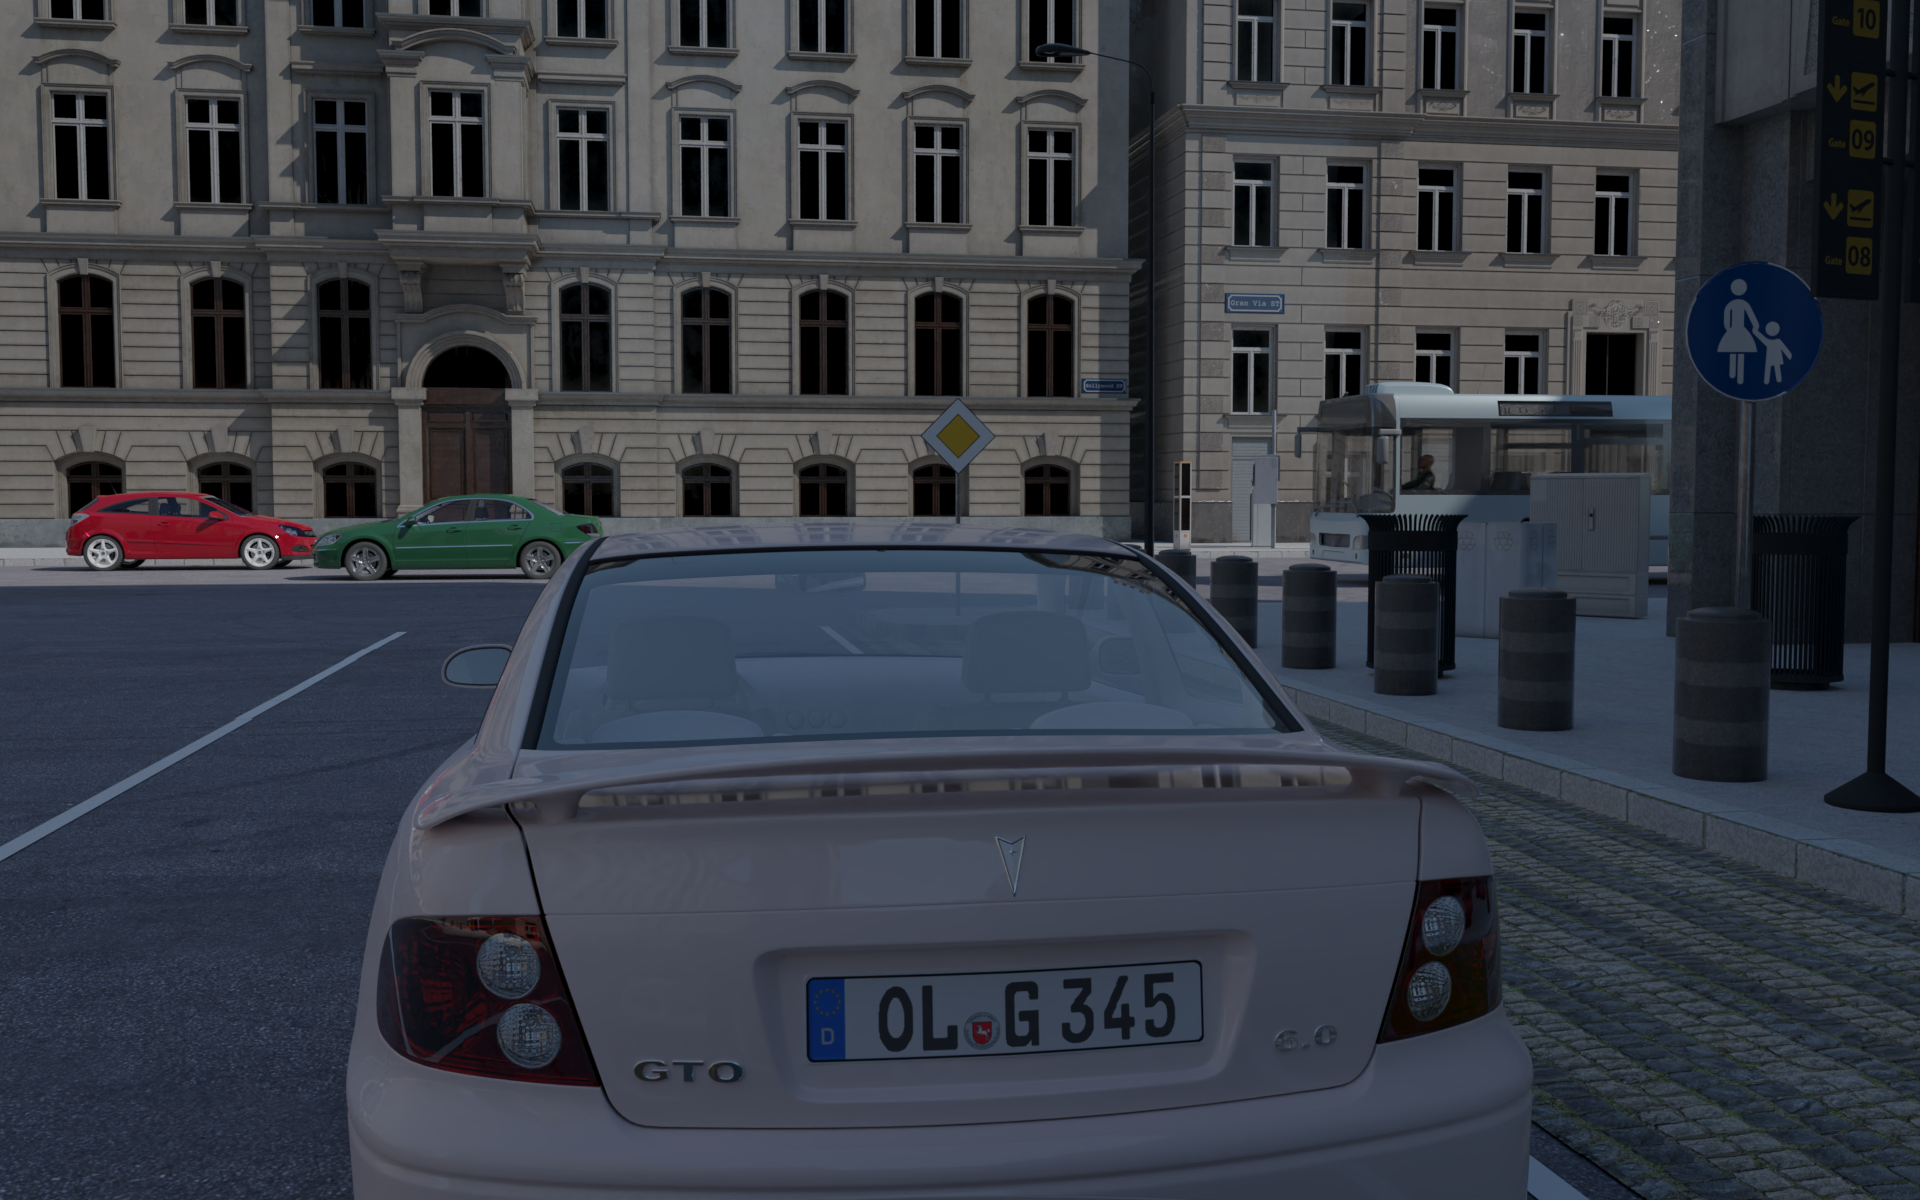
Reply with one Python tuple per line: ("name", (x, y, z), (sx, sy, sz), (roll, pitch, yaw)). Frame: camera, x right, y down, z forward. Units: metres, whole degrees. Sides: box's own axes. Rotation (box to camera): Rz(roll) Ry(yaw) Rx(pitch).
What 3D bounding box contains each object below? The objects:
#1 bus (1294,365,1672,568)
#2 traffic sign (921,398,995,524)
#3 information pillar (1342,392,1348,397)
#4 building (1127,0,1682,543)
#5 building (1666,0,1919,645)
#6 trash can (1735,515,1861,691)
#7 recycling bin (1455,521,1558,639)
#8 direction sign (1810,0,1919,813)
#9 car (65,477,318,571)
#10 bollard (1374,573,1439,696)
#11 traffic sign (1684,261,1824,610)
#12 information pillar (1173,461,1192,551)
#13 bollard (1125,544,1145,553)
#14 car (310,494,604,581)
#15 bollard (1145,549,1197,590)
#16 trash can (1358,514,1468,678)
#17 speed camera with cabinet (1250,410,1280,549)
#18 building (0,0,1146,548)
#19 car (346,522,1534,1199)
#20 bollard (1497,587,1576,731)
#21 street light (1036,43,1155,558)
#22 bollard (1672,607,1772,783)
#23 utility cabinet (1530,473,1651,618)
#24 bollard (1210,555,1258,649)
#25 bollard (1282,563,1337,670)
("bus", (11.618, -2.046, 28.312), (13.247, 3.499, 2.948), (-1, 4, -9))
("traffic sign", (-0.024, -0.891, 18.205), (0.795, 2.450, 0.064), (-1, 4, -10))
("information pillar", (8.803, -2.985, 40.166), (0.183, 3.616, 0.504), (-2, 4, -27))
("building", (16.689, -15.564, 51.743), (25.104, 27.353, 12.463), (-1, 4, -10))
("building", (14.017, -11.506, 6.152), (12.078, 24.808, 19.932), (-1, 4, -10))
("trash can", (5.529, 0.011, 11.475), (0.748, 1.137, 0.748), (0, 3, 0))
("recycling bin", (4.899, -0.187, 15.610), (0.722, 1.027, 0.722), (3, 5, 42))
("direction sign", (3.774, -0.920, 7.037), (0.876, 3.537, 0.379), (-2, 4, -23))
("car", (-14.592, -1.472, 33.108), (4.494, 1.783, 2.155), (-1, 4, -10))
("bollard", (2.878, 0.217, 11.166), (0.404, 0.777, 0.398), (0, 3, 0))
("traffic sign", (4.349, -0.580, 9.581), (0.768, 2.556, 0.104), (0, 4, -1))
("information pillar", (5.034, -2.122, 39.193), (0.304, 2.012, 0.304), (-1, 4, -22))
("bollard", (1.709, -0.186, 17.760), (0.404, 0.777, 0.398), (0, 3, 0))
("car", (-8.512, -1.089, 29.610), (4.920, 1.459, 2.131), (-1, 4, -9))
("bollard", (1.999, -0.086, 16.123), (0.404, 0.777, 0.398), (0, 3, 0))
("trash can", (3.179, -0.033, 12.188), (0.748, 1.137, 0.748), (0, 3, 0))
("speed camera with cabinet", (7.293, -2.888, 41.551), (0.660, 3.252, 2.038), (0, 4, 7))
("building", (-13.034, -13.959, 47.319), (34.723, 24.649, 14.460), (-1, 4, -10))
("car", (-0.321, 0.483, 4.460), (2.083, 1.381, 4.827), (-1, 4, -9))
("bollard", (3.172, 0.317, 9.529), (0.404, 0.777, 0.398), (0, 3, 0))
("street light", (1.469, -2.788, 18.120), (1.470, 5.913, 1.316), (-1, 4, -10))
("bollard", (3.461, 0.419, 7.869), (0.404, 0.777, 0.398), (0, 3, 0))
("utility cabinet", (6.581, -0.580, 18.159), (1.173, 1.500, 0.318), (3, 5, 44))
("bollard", (2.291, 0.014, 14.485), (0.404, 0.777, 0.398), (0, 3, 0))
("bollard", (2.587, 0.115, 12.830), (0.404, 0.777, 0.398), (0, 3, 0))
